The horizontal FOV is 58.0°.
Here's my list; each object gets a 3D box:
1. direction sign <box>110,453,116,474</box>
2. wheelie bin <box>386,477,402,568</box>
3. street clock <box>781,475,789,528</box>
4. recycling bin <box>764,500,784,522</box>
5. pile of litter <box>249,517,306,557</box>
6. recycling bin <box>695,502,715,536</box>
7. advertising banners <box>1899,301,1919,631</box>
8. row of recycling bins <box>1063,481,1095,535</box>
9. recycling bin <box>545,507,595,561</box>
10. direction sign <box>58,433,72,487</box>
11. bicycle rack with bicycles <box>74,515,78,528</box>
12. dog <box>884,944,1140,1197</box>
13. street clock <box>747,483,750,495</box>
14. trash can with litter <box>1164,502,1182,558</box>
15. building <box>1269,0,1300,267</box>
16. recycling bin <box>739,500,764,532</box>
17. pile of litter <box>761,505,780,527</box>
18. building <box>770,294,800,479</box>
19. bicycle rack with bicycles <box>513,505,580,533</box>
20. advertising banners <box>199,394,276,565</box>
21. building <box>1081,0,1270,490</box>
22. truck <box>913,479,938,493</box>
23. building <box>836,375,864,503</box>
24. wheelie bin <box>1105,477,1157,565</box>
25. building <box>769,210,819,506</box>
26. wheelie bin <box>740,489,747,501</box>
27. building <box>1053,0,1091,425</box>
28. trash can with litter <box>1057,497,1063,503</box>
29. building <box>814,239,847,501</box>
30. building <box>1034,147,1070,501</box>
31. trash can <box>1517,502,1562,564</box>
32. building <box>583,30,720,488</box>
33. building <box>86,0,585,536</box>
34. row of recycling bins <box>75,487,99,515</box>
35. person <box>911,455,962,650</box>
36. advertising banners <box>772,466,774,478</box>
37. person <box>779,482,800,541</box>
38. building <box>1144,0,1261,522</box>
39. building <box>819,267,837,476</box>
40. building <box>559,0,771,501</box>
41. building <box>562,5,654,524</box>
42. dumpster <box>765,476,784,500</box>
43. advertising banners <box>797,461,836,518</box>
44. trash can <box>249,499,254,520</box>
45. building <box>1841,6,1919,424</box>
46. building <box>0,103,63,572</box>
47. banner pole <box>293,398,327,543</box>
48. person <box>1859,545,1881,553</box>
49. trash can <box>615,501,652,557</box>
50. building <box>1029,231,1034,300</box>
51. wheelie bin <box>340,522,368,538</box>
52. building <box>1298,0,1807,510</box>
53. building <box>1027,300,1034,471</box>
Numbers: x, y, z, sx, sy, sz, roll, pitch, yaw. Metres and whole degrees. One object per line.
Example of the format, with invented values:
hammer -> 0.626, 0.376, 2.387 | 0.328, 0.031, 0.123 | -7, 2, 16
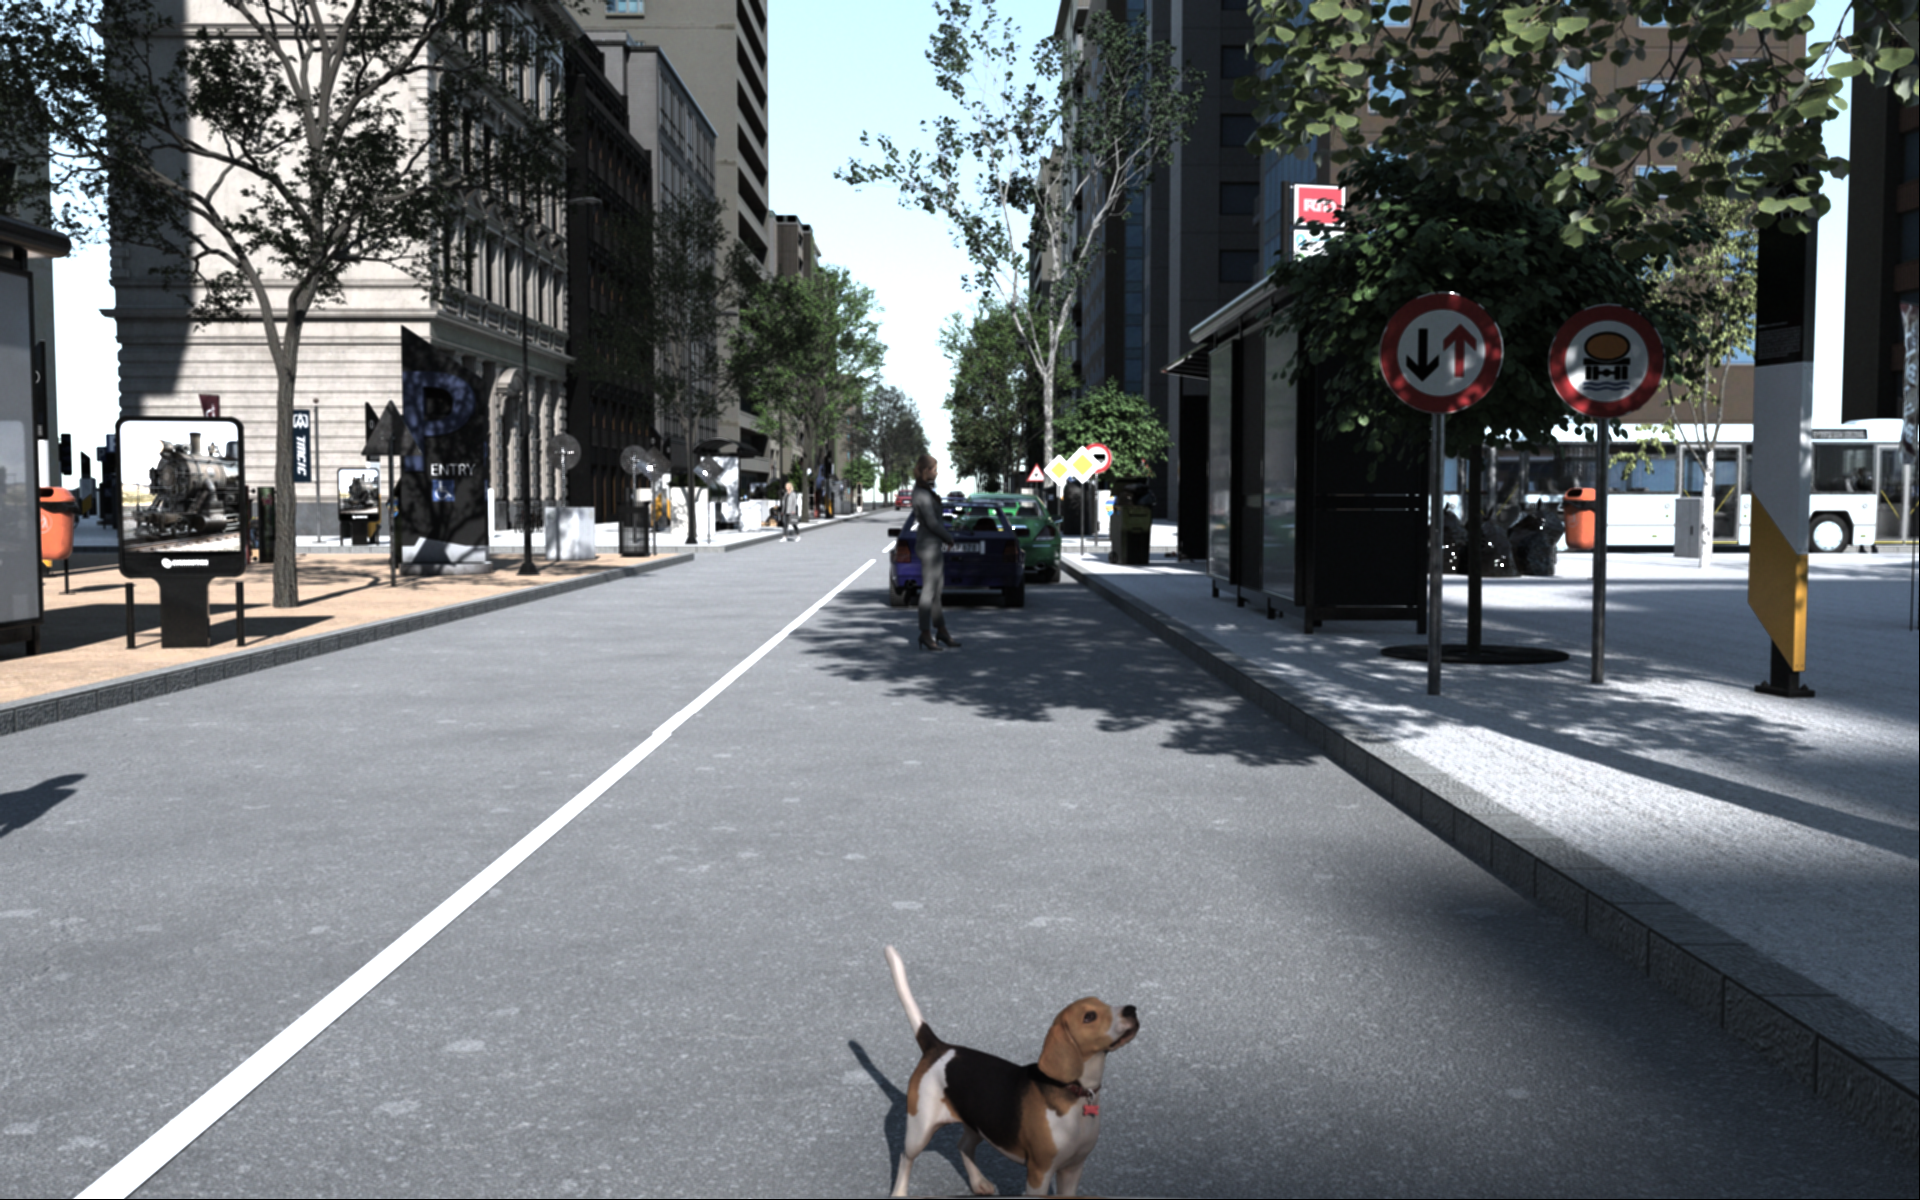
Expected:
direction sign -> -33.411, -4.714, 69.067 | 0.876, 3.537, 0.379 | 0, 4, -6
wheelie bin -> -9.444, -1.353, 30.028 | 0.693, 1.594, 0.980 | 1, 4, 22
street clock -> -6.532, -3.686, 64.836 | 0.358, 2.002, 0.471 | 0, 4, -7
recycling bin -> -7.755, -3.610, 71.578 | 0.722, 1.027, 0.722 | -3, 5, -39
pile of litter -> -14.276, -1.320, 35.542 | 1.719, 0.858, 1.176 | -1, 4, -23
recycling bin -> -7.850, -2.470, 52.931 | 0.722, 1.027, 0.722 | -1, 4, -9
advertising banners -> 9.281, -1.239, 16.453 | 2.074, 3.025, 0.090 | -3, 5, -41
row of recycling bins -> 3.852, -2.961, 55.528 | 1.069, 1.692, 3.534 | 0, 4, 7
recycling bin -> -7.549, -1.284, 33.550 | 0.722, 1.027, 0.722 | 1, 4, 18
direction sign -> -33.583, -4.439, 64.578 | 0.876, 3.537, 0.379 | -2, 4, -34
bicycle rack with bicycles -> -32.968, -2.896, 60.736 | 2.925, 0.926, 2.852 | 0, 4, 3
dog -> 0.083, 0.974, 3.364 | 0.540, 0.507, 0.406 | 1, 4, 8
street clock -> -13.368, -6.502, 110.879 | 0.471, 2.002, 0.358 | -3, 5, -40
trash can with litter -> 5.042, -1.481, 35.273 | 2.233, 1.210, 1.678 | -2, 4, -28
building -> 17.789, -29.777, 136.958 | 14.600, 45.320, 14.200 | 0, 4, 0
recycling bin -> -7.122, -2.829, 58.816 | 0.722, 1.027, 0.722 | 0, 4, -5
pile of litter -> -7.554, -3.362, 68.937 | 1.176, 0.858, 1.719 | -2, 4, -23
building -> -29.565, -19.049, 156.483 | 27.650, 21.520, 28.899 | 0, 4, 0
bicycle rack with bicycles -> -13.690, -2.684, 57.264 | 2.852, 0.926, 2.925 | 1, 4, 10
advertising banners -> -12.980, -2.143, 31.225 | 0.090, 3.025, 2.074 | 1, 4, 15
building -> 18.072, -30.644, 151.132 | 14.600, 45.320, 14.200 | 0, 4, 0
truck -> -4.147, -13.783, 215.116 | 2.967, 4.110, 18.799 | 0, 3, 0
building -> -29.282, -25.575, 263.185 | 27.650, 21.520, 28.899 | 0, 4, 0
wheelie bin -> 3.145, -1.448, 31.575 | 0.980, 1.594, 0.693 | -1, 4, -20
building -> -22.466, -24.846, 177.931 | 14.160, 30.474, 14.107 | 0, 4, 0
wheelie bin -> -13.260, -5.917, 104.648 | 0.980, 1.594, 0.693 | 1, 4, 15
building -> 24.288, -35.693, 172.823 | 28.713, 52.752, 27.495 | 0, 4, 0
trash can with litter -> 4.197, -3.549, 69.410 | 1.055, 1.170, 0.624 | 3, 5, 39
building -> -31.972, -33.289, 236.158 | 32.217, 40.220, 23.993 | 0, 4, 0
building -> 21.307, -37.561, 237.826 | 21.300, 48.544, 21.600 | 0, 4, 0
trash can -> 10.139, -1.143, 30.342 | 0.748, 1.137, 0.748 | 0, 3, 0
building -> -22.470, -18.716, 99.514 | 14.314, 27.812, 24.014 | 0, 4, 0
building -> -20.838, -14.217, 61.325 | 11.050, 23.489, 19.941 | 0, 4, 0
row of recycling bins -> -53.405, -6.074, 106.419 | 1.069, 1.692, 3.534 | 0, 4, 1
person -> -0.186, -0.439, 15.952 | 0.573, 1.790, 0.520 | -1, 4, -22
advertising banners -> -11.614, -6.722, 106.091 | 0.090, 3.025, 2.074 | 0, 4, 7
person -> -5.103, -2.683, 52.544 | 0.728, 1.800, 0.709 | -3, 5, -45
building -> 20.322, -33.553, 90.590 | 21.231, 58.520, 28.212 | 0, 4, 0
building -> -22.943, -27.264, 217.470 | 14.160, 30.474, 14.107 | 0, 4, 0
building -> -26.014, -30.920, 129.241 | 21.300, 48.544, 21.600 | 0, 4, 0
building -> -21.675, -15.296, 79.765 | 12.332, 23.373, 15.834 | 0, 4, 0
dumpster -> -9.035, -5.203, 87.570 | 1.502, 2.255, 1.985 | 0, 4, 0
advertising banners -> -7.673, -5.875, 92.249 | 2.074, 3.025, 0.090 | 0, 4, -6
trash can -> -19.294, -2.126, 46.407 | 0.748, 1.137, 0.748 | 0, 3, 0
building -> 47.689, -24.929, 62.216 | 28.867, 44.769, 22.147 | 0, 4, 0
building -> -30.398, -42.955, 14.993 | 31.000, 86.520, 22.319 | 0, 4, 0
banner pole -> -17.047, -3.381, 45.295 | 0.863, 3.779, 0.401 | -1, 4, -16
person -> 21.831, -2.005, 41.460 | 0.526, 1.800, 0.537 | 2, 4, 24
trash can -> -6.657, -1.449, 35.347 | 0.748, 1.137, 0.748 | 0, 3, 0
building -> 17.627, -35.902, 270.591 | 14.154, 41.232, 14.086 | 0, 4, 0
wheelie bin -> -17.883, -2.640, 51.077 | 0.980, 1.594, 0.693 | 0, 4, 3
building -> 18.168, -24.955, 58.129 | 14.200, 45.320, 14.600 | 0, 4, 0
building -> 16.901, -29.647, 256.434 | 14.160, 30.474, 14.107 | 0, 4, 0
